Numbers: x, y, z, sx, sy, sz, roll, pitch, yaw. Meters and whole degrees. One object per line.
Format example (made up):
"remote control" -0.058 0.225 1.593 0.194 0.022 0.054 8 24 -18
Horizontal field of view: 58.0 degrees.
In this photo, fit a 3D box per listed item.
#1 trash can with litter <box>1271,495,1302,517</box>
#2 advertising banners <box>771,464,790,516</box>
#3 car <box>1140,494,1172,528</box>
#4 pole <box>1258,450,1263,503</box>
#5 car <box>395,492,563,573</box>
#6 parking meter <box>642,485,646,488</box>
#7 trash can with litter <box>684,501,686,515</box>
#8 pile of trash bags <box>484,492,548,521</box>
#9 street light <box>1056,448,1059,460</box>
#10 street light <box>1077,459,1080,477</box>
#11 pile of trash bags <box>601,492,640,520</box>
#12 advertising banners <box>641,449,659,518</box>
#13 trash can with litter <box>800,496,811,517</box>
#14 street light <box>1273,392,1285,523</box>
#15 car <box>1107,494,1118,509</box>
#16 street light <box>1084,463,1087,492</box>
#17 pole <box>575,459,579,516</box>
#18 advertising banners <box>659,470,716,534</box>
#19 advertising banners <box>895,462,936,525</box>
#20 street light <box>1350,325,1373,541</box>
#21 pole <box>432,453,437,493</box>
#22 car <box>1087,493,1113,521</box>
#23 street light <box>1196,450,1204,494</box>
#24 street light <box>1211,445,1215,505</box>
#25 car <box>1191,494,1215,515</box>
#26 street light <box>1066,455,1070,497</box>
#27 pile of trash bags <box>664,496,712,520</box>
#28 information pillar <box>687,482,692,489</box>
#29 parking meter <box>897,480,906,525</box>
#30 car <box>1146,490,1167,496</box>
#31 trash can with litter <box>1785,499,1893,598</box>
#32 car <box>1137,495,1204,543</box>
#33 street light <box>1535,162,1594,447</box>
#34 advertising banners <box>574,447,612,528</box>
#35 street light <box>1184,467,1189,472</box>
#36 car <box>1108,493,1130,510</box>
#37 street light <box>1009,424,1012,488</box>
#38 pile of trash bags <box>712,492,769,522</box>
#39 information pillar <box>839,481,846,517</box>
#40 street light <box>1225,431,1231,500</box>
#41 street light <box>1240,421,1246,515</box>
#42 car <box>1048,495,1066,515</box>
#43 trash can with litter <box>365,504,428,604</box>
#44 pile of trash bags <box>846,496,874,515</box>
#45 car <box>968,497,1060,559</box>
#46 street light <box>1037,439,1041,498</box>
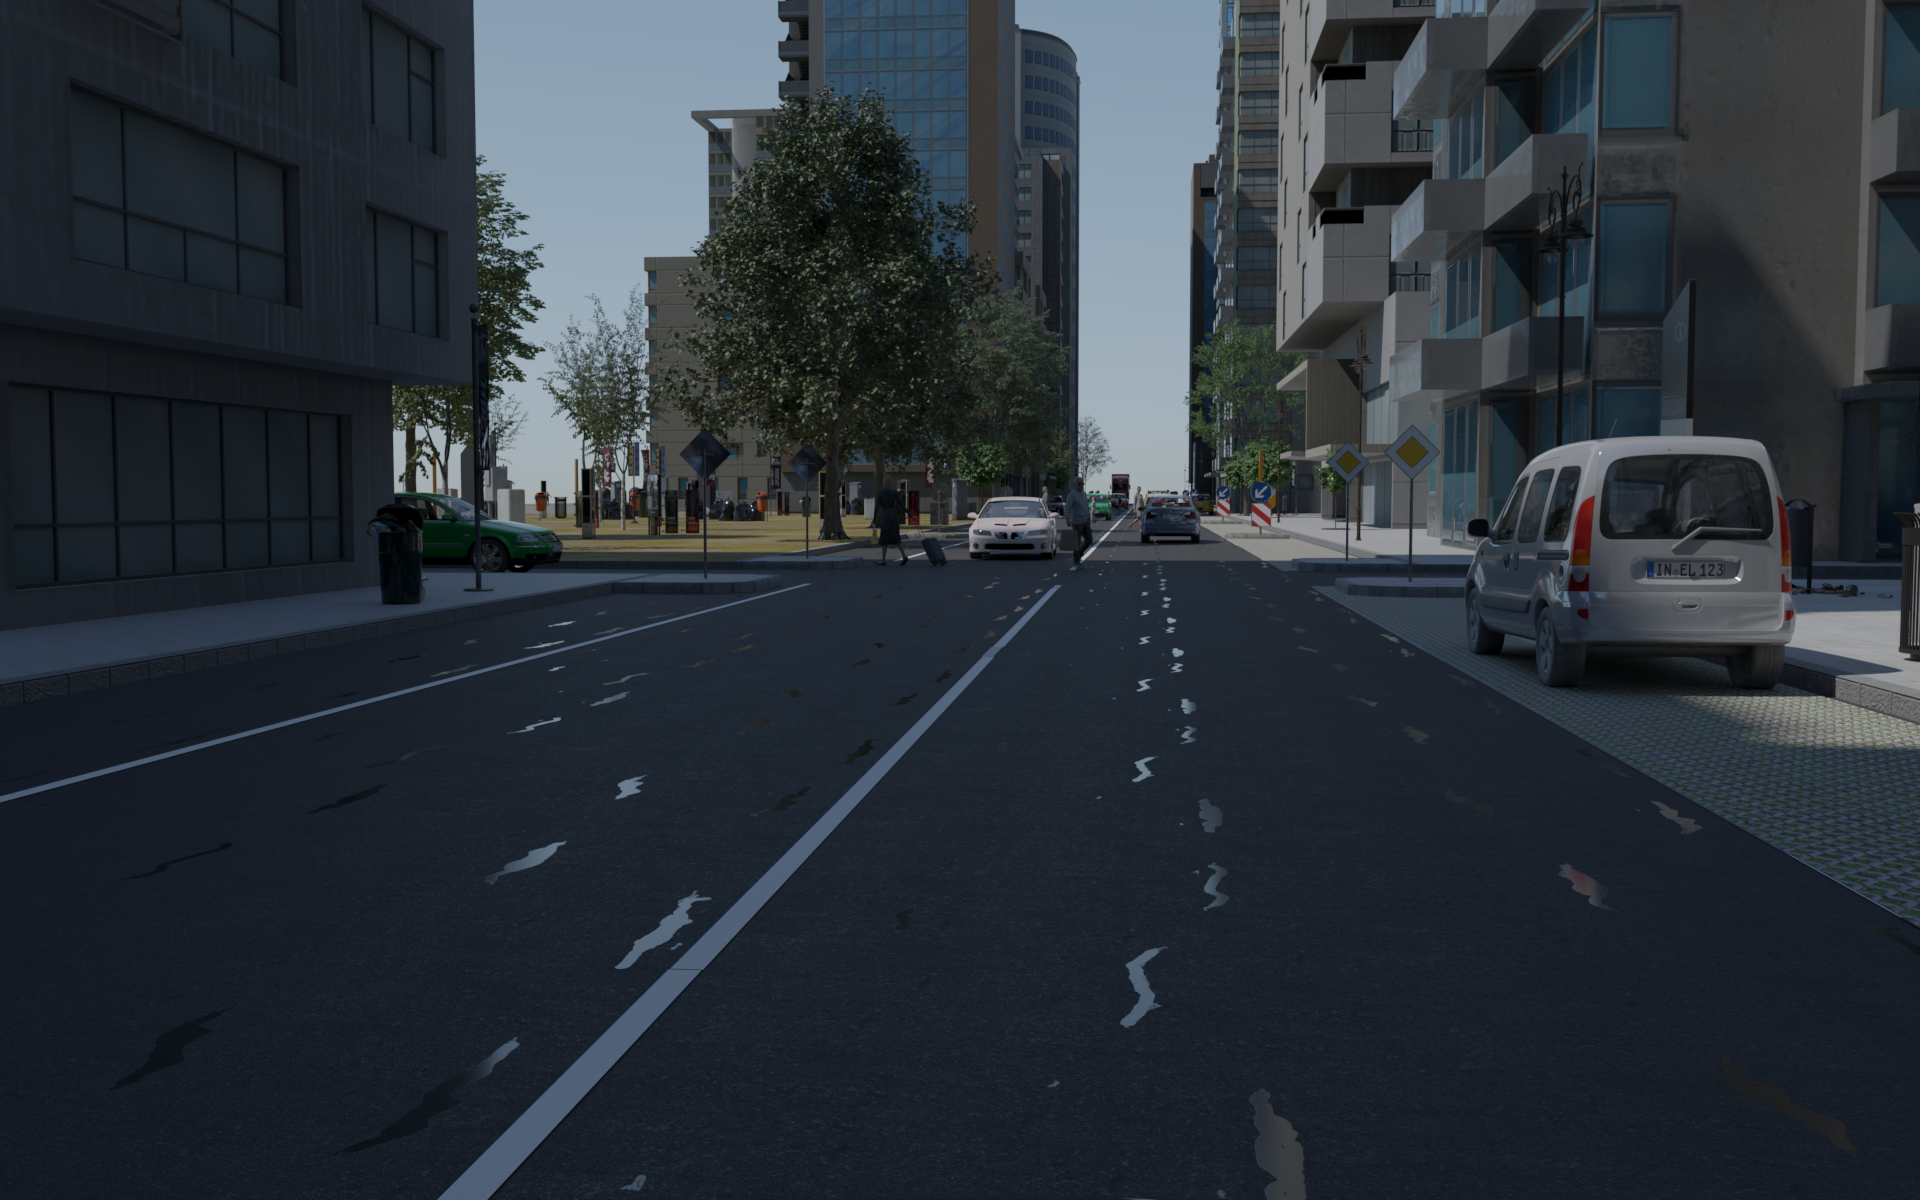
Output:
"trash can with litter" 18.581 -5.362 98.734 1.678 1.210 2.233 0 4 7
"advertising banners" -10.708 -6.534 103.019 0.090 3.025 2.074 2 4 27
"car" 8.412 -3.828 72.818 2.015 1.641 3.980 0 4 5
"pole" 14.061 -5.330 80.988 0.158 3.312 0.155 0 3 0
"car" -9.464 -1.350 30.869 4.718 1.807 1.959 0 4 5
"parking meter" -20.252 -6.469 111.471 0.255 1.863 0.399 1 4 9
"trash can with litter" -16.454 -5.822 106.573 1.055 1.170 0.624 2 4 29
"pile of trash bags" -21.478 -4.468 82.811 3.447 1.369 1.912 -1 4 -23
"street light" 9.543 -12.078 170.264 0.468 5.910 1.993 0 4 6
"street light" 15.262 -15.301 222.964 0.468 5.910 1.993 0 4 6
"pile of trash bags" -17.210 -4.741 87.263 1.912 1.369 3.447 1 4 23
"advertising banners" -11.987 -4.435 68.700 0.090 3.025 2.074 2 4 29
"trash can with litter" -8.550 -5.172 95.956 0.624 1.170 1.055 0 4 -1
"street light" 14.270 -6.398 77.401 0.468 5.910 1.993 0 4 6
"car" 14.675 -9.661 169.952 2.014 1.417 4.499 0 4 7
"street light" 18.314 -17.108 252.508 0.468 5.910 1.993 0 4 6
"pole" -22.253 -6.527 100.552 0.158 3.312 0.155 0 3 0
"advertising banners" -8.789 -3.698 56.651 2.074 3.025 0.090 -3 4 -36
"advertising banners" -1.932 -4.595 71.324 2.074 3.025 0.090 0 4 -1
"street light" 10.976 -4.571 47.521 0.468 5.910 1.993 0 4 6
"pole" -26.147 -5.650 86.219 0.158 3.312 0.155 0 3 0
"car" 7.380 -5.255 94.714 1.959 1.807 4.718 0 4 6
"street light" 25.548 -12.876 183.317 0.468 5.910 1.993 0 4 6
"street light" 22.459 -11.061 153.638 0.468 5.910 1.993 0 4 6
"car" 16.529 -6.658 119.080 2.015 1.641 3.980 0 4 5
"street light" 12.015 -13.496 193.441 0.468 5.910 1.993 0 4 6
"pile of trash bags" -13.358 -4.757 87.524 3.447 1.369 1.912 1 4 15
"information pillar" -16.859 -6.346 108.254 0.304 2.012 0.304 1 4 13
"parking meter" -2.462 -4.112 72.941 0.255 1.863 0.399 -2 4 -28
"car" 18.488 -9.368 161.838 2.281 1.827 5.304 0 4 6
"trash can with litter" 10.967 -0.689 22.318 1.678 1.210 2.233 -1 4 -14
"car" 6.326 -2.449 52.044 2.014 1.417 4.499 0 4 7
"street light" 8.521 -3.167 24.572 0.468 5.910 1.993 0 4 6
"advertising banners" -13.837 -4.230 65.350 2.074 3.025 0.090 2 4 35
"street light" 34.531 -17.922 265.813 0.468 5.910 1.993 0 4 6
"car" 14.806 -9.348 161.872 2.155 1.783 4.494 0 4 5
"street light" 3.211 -8.445 110.859 0.468 5.910 1.993 0 4 6
"pile of trash bags" -9.912 -4.378 81.333 1.912 1.369 3.447 -2 4 -34
"information pillar" -6.572 -5.651 96.886 0.304 2.012 0.304 -2 4 -29
"street light" 19.165 -9.256 124.120 0.468 5.910 1.993 0 4 6
"street light" 17.381 -8.205 106.938 0.468 5.910 1.993 0 4 6
"car" 6.387 -6.540 119.505 1.945 1.354 3.894 0 4 6
"trash can with litter" -6.630 -0.555 20.456 0.624 1.170 1.055 -1 4 -12
"pile of trash bags" -5.567 -5.904 106.282 3.447 1.369 1.912 -2 4 -29
"car" 1.259 -1.673 39.708 2.083 1.381 4.827 0 4 5
"street light" 6.387 -10.254 140.442 0.468 5.910 1.993 0 4 6
